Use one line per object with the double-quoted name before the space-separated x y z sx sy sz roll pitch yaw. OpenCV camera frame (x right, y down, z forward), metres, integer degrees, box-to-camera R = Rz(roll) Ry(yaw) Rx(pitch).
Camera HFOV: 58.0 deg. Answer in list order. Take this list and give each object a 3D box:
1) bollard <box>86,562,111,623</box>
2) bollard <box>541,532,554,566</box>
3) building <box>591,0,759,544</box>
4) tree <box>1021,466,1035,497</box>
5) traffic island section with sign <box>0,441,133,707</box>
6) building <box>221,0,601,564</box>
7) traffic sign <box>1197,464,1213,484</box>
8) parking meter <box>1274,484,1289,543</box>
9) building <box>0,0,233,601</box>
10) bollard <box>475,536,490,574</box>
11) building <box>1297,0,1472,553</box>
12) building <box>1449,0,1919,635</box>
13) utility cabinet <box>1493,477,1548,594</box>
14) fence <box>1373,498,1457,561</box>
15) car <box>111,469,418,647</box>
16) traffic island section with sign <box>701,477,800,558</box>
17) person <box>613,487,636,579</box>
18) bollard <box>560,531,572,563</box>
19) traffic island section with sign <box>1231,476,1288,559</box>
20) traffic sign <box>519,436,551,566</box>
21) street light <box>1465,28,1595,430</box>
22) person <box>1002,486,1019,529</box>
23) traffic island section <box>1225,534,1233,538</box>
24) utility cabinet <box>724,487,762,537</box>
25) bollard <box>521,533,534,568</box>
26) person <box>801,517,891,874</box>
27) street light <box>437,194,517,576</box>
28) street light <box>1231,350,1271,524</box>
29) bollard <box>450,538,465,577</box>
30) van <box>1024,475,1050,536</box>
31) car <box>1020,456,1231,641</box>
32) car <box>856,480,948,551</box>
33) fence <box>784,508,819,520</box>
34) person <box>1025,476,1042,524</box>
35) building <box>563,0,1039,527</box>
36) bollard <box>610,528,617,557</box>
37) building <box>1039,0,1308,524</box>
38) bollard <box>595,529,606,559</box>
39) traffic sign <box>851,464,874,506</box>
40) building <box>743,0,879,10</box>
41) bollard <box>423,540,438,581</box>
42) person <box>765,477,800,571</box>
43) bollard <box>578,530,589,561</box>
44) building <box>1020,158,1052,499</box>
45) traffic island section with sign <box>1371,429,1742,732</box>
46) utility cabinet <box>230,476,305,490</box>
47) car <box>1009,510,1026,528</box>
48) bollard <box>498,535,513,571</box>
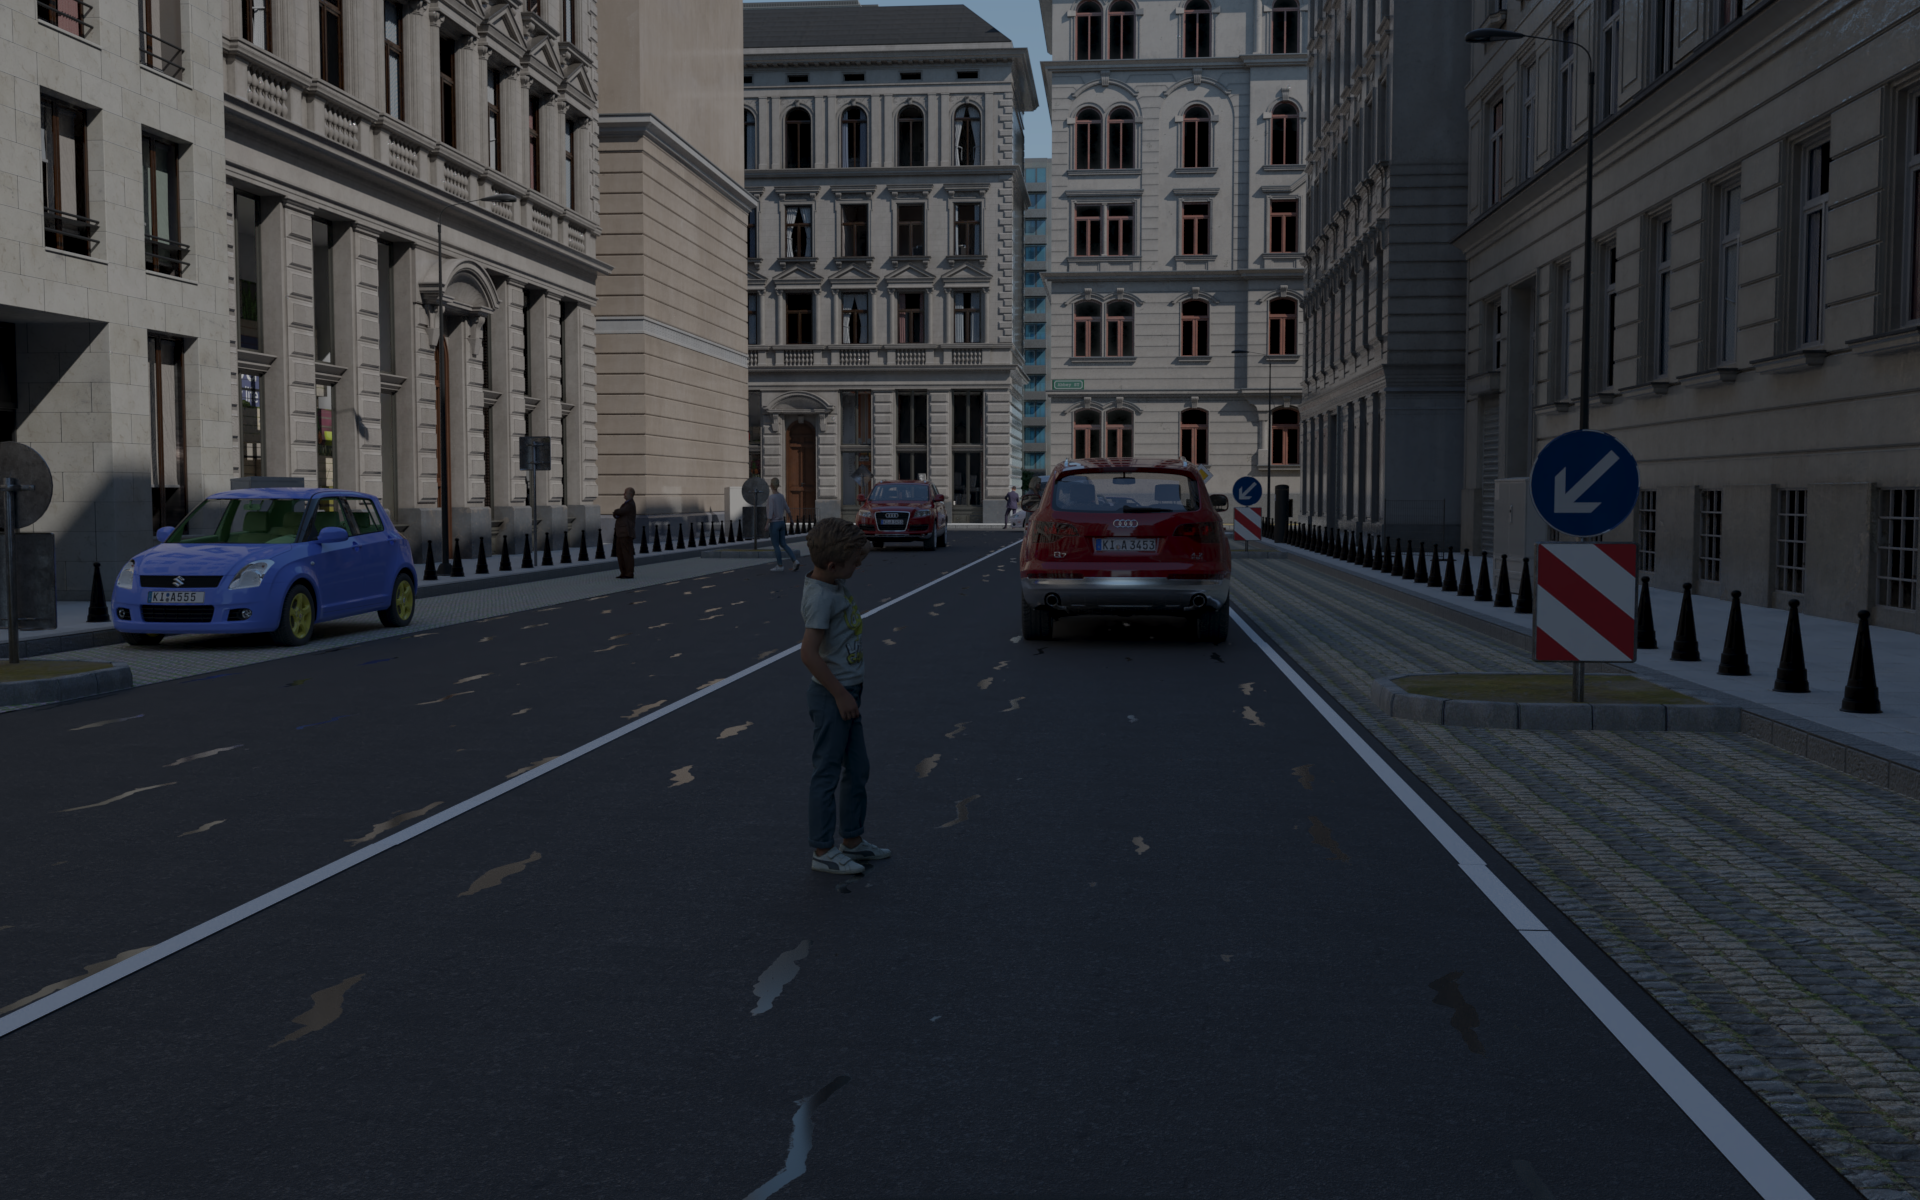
"bollard" -8.653 -0.082 17.379 0.229 0.601 0.229 0 3 0
"bollard" -7.401 -0.918 31.055 0.229 0.601 0.229 0 3 0
"building" -17.151 -16.234 51.335 20.117 28.700 13.634 0 4 5
"tree" 7.145 -13.208 199.668 4.285 4.588 4.351 0 3 0
"traffic island section with sign" -7.143 -0.230 12.382 1.989 1.847 2.006 0 4 5
"building" -14.450 -12.496 33.194 11.050 23.489 19.941 0 4 5
"traffic sign" 7.925 -3.261 56.958 0.795 2.450 0.064 0 4 5
"parking meter" 8.430 -2.261 45.373 0.372 1.533 0.369 0 3 0
"building" -15.732 -9.799 14.965 10.420 20.320 16.860 0 4 5
"bollard" -7.696 -0.724 27.880 0.229 0.601 0.229 0 3 0
"building" 14.747 -12.035 45.916 9.793 20.994 18.267 0 4 5
"building" 16.619 -11.510 21.468 16.112 22.955 30.059 0 4 5
"utility cabinet" 7.211 -0.836 22.347 0.318 1.500 1.173 0 4 -1
"fence" 8.934 -1.401 34.113 0.480 1.192 2.264 -1 4 -18
"car" -6.888 -0.475 17.352 1.945 1.707 3.694 0 4 5
"traffic island section with sign" -4.684 -1.872 39.243 1.989 1.847 2.006 0 4 5
"person" -5.627 -1.119 29.066 0.388 1.546 0.482 -1 4 -20
"bollard" -7.307 -0.983 32.109 0.229 0.601 0.229 0 3 0
"traffic island section with sign" 6.321 -1.864 39.102 1.989 1.847 2.006 0 4 5
"traffic sign" -7.529 -1.746 30.678 0.606 2.300 0.079 1 4 14
"street light" 5.739 -2.744 17.411 1.470 5.913 1.316 0 4 5
"person" 2.089 -3.808 71.206 0.683 1.767 0.568 0 4 -2
"traffic island section" 7.949 -2.126 57.033 2.009 0.180 2.903 0 4 5
"utility cabinet" -6.488 -2.640 51.842 1.173 1.500 0.318 -3 5 -42
"bollard" -7.499 -0.854 30.003 0.229 0.601 0.229 0 3 0
"person" -0.431 0.355 6.608 0.340 1.345 0.435 0 4 -3
"street light" -7.555 -3.332 27.020 1.470 5.913 1.316 0 4 5
"street light" 9.421 -5.093 55.809 1.470 5.913 1.316 0 4 5
"bollard" -7.786 -0.659 26.823 0.229 0.601 0.229 0 3 0
"van" 2.424 -2.004 39.770 2.013 2.044 4.112 0 4 7
"car" 1.753 -0.600 18.476 2.281 1.827 5.304 0 4 5
"car" -1.484 -2.248 45.433 2.281 1.827 5.304 0 4 4
"fence" -6.980 -3.594 74.129 2.069 0.683 0.278 0 4 0
"person" 1.601 -1.676 36.092 0.709 1.800 0.728 -3 5 -44
"building" -6.577 -15.354 79.917 19.941 23.489 11.050 0 4 5
"bollard" -7.016 -1.177 35.286 0.229 0.601 0.229 0 3 0
"building" 15.467 -17.868 79.528 23.554 28.519 14.401 0 4 5
"bollard" -7.112 -1.112 34.223 0.229 0.601 0.229 0 3 0
"traffic sign" -3.271 -3.325 57.998 0.795 2.450 0.064 0 4 5
"building" -22.268 -40.704 207.511 28.212 58.520 21.231 0 4 5
"bollard" -7.886 -0.595 25.774 0.229 0.601 0.229 0 3 0
"person" -3.247 -1.405 32.136 0.598 1.740 0.731 1 4 17
"bollard" -7.212 -1.047 33.159 0.229 0.601 0.229 0 3 0
"building" 4.580 -38.235 244.750 30.456 49.044 23.786 0 4 5
"traffic island section with sign" 3.783 -0.168 11.378 1.989 1.847 2.006 0 4 5
"utility cabinet" -8.888 -0.831 22.263 0.318 1.500 1.173 1 4 12
"car" 4.264 -3.262 65.697 4.827 1.381 2.083 0 4 5
"bollard" -7.597 -0.788 28.932 0.229 0.601 0.229 0 3 0
